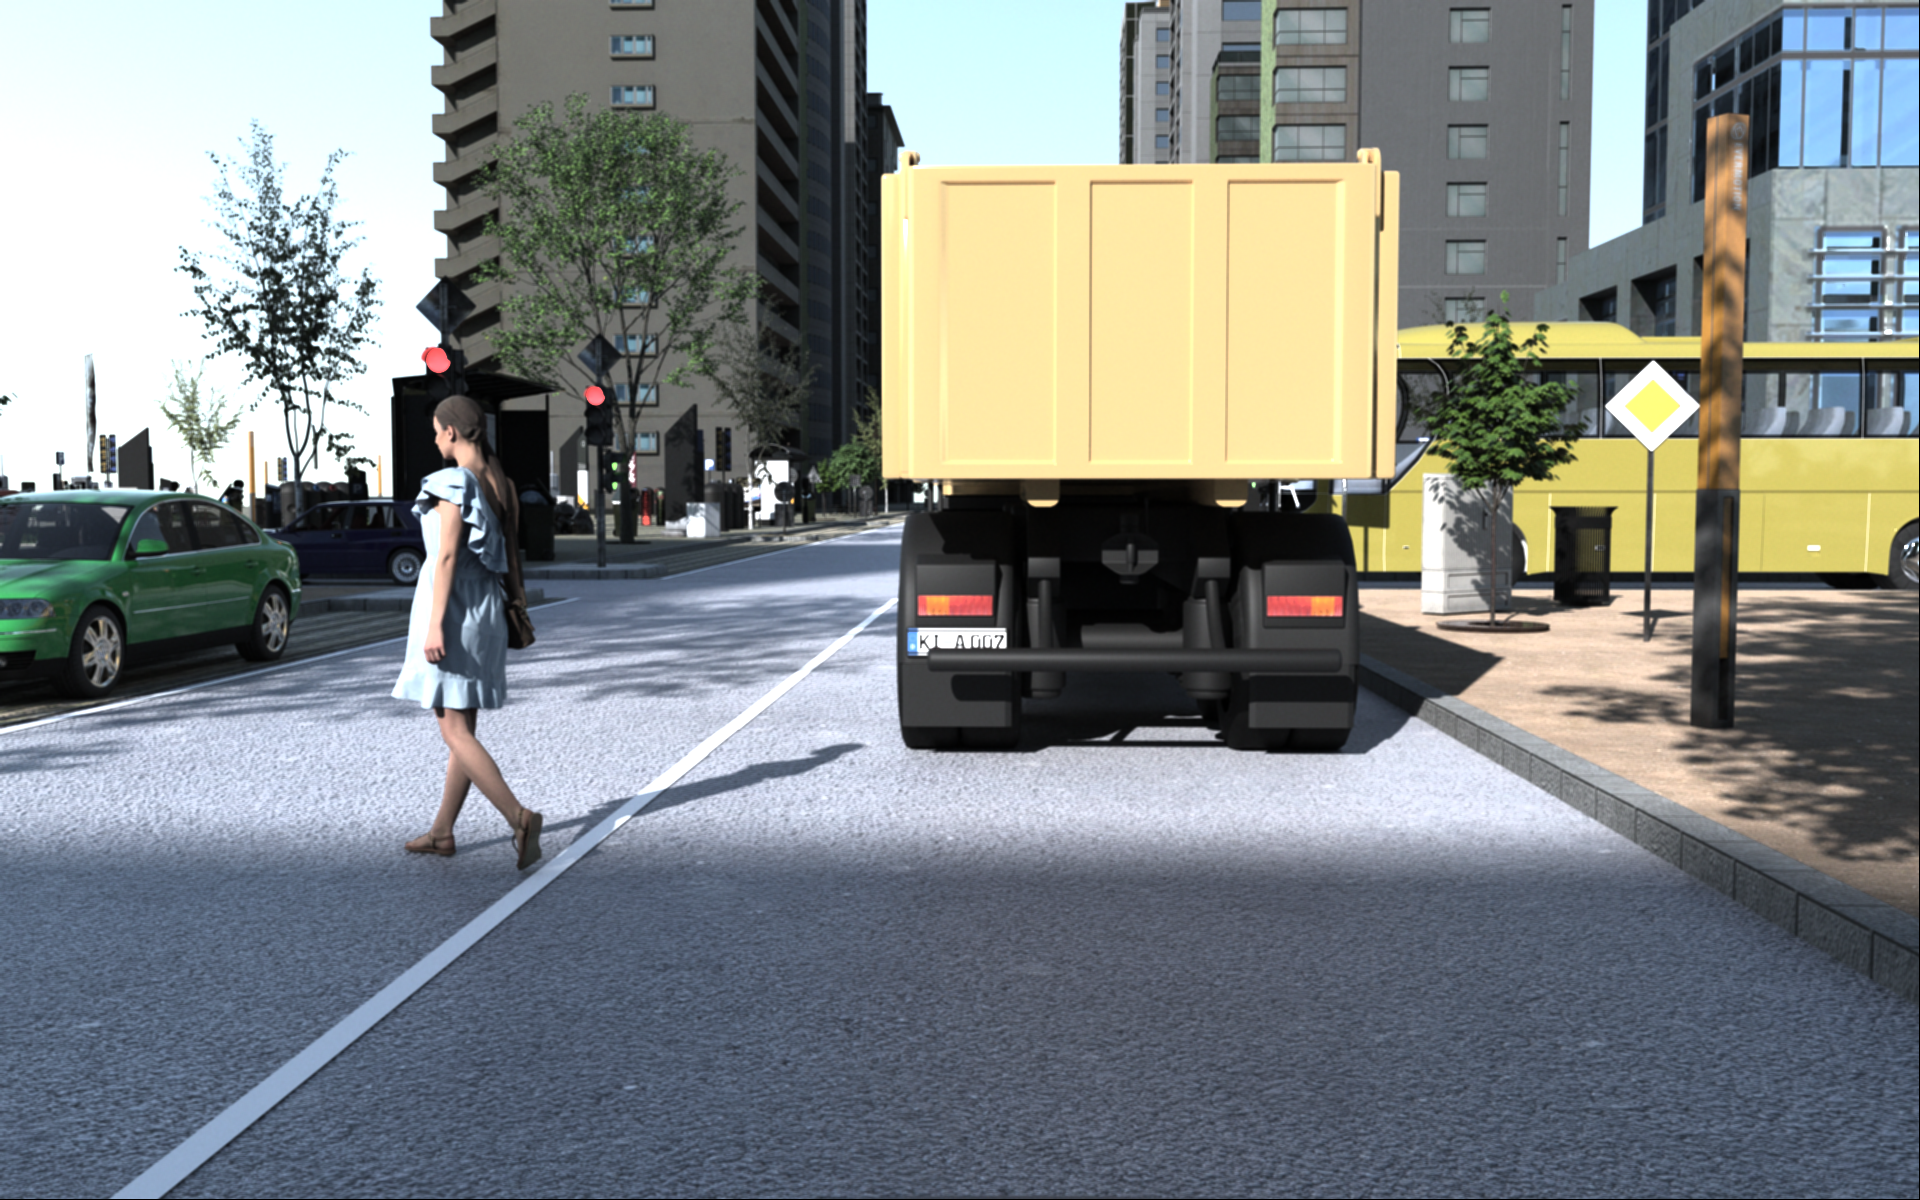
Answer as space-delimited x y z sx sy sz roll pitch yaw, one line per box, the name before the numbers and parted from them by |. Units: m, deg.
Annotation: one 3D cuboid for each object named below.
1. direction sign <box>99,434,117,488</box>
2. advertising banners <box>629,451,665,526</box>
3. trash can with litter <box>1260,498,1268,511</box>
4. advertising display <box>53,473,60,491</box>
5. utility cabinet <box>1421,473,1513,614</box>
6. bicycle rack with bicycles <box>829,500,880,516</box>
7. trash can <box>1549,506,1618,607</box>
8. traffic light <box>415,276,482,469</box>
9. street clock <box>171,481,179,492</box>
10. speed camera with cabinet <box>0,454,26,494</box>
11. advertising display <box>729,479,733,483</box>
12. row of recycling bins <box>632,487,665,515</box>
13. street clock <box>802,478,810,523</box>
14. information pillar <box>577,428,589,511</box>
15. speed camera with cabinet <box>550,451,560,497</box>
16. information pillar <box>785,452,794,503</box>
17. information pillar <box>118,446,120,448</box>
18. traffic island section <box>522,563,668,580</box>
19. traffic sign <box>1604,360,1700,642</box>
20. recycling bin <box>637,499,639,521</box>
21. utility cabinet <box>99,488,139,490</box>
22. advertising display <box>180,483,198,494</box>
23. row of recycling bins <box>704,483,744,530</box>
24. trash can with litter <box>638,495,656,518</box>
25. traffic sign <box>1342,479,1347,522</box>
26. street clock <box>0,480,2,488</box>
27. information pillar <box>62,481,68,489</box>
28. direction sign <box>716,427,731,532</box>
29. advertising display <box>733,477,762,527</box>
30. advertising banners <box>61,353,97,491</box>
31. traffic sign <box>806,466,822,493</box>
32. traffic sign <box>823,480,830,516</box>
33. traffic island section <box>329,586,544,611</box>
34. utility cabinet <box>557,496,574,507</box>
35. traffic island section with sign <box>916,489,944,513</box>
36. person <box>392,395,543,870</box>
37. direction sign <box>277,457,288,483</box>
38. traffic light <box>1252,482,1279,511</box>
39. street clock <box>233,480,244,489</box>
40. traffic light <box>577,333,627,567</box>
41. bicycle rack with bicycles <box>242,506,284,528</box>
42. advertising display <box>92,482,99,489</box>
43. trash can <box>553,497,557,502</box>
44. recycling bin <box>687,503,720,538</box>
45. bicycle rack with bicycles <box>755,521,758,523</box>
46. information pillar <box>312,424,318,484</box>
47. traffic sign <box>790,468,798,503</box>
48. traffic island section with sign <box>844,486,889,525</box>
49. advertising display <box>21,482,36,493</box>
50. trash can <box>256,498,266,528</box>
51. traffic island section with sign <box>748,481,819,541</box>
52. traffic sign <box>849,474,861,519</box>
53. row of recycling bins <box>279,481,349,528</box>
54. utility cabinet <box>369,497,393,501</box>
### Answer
direction sign | -32.277 -4.506 65.674 0.876 3.537 0.379 2 4 26
advertising banners | -12.669 -4.515 70.002 2.074 3.025 0.090 2 4 29
trash can with litter | 5.942 -1.298 32.277 1.678 1.210 2.233 2 4 27
advertising display | -27.910 -2.956 53.541 0.123 1.923 0.974 -1 4 -23
utility cabinet | 5.476 -0.610 18.646 1.173 1.500 0.318 -3 4 -37
bicycle rack with bicycles | -6.627 -5.525 103.719 2.925 0.926 2.852 2 4 29
trash can | 7.141 -0.503 19.873 0.748 1.137 0.748 0 3 0
traffic light | -6.599 -2.043 22.321 0.839 4.253 0.868 0 4 2
street clock | -44.564 -5.732 98.285 0.358 2.002 0.471 2 4 25
speed camera with cabinet | -47.087 -5.587 85.679 0.660 3.252 2.038 0 4 6
advertising display | -9.577 -4.126 72.676 0.123 1.923 0.974 -1 4 -14
row of recycling bins | -18.647 -6.006 105.305 3.534 1.692 1.069 1 4 19
street clock | -6.801 -4.388 76.309 0.358 2.002 0.471 1 4 9
information pillar | -13.419 -4.303 61.713 0.504 3.616 0.183 3 4 38
speed camera with cabinet | -18.559 -5.267 80.453 0.660 3.252 2.038 2 4 32
information pillar | -9.476 -6.408 96.126 0.504 3.616 0.183 0 4 7
information pillar | -40.519 -5.664 83.958 0.504 3.616 0.183 0 4 -3
traffic island section | -6.317 -0.499 30.435 2.009 0.180 2.903 0 4 2
traffic sign | 5.959 -0.843 14.972 0.795 2.450 0.064 1 4 10
recycling bin | -15.760 -4.270 82.366 0.722 1.027 0.722 -3 4 -38
utility cabinet | -28.639 -3.081 59.045 1.173 1.500 0.318 -1 4 -14
advertising display | -45.363 -5.914 101.901 0.974 1.923 0.123 -1 4 -13
row of recycling bins | -8.646 -3.444 63.428 1.069 1.692 3.534 1 4 8
trash can with litter | -16.615 -5.264 97.118 2.233 1.210 1.678 2 4 30
traffic sign | 5.038 -1.258 22.706 0.606 2.300 0.079 1 4 12
street clock | -45.941 -4.773 82.603 0.471 2.002 0.358 0 4 4
information pillar | -48.636 -5.477 94.048 0.304 2.012 0.304 1 4 23
direction sign | -8.043 -4.095 58.954 0.379 3.537 0.876 2 4 26
advertising display | -8.201 -3.795 67.264 0.974 1.923 0.123 0 4 2
advertising banners | -11.338 -1.597 22.302 0.090 3.025 2.074 -3 4 -37
traffic sign | -6.800 -4.902 80.147 0.884 2.594 0.081 1 4 11
traffic sign | -7.925 -6.132 100.372 0.768 2.556 0.104 1 4 8
traffic island section | -6.639 -0.011 22.457 2.009 0.180 2.903 0 4 2
utility cabinet | -13.078 -2.833 57.483 0.306 1.237 1.020 -2 4 -30
traffic island section with sign | -2.305 -7.436 130.201 1.989 1.847 2.006 0 4 2
person | -1.875 0.113 6.747 0.778 1.811 0.616 2 4 32
direction sign | -41.459 -6.974 106.028 0.876 3.537 0.379 2 4 31
traffic light | 3.954 -2.018 21.913 0.839 4.253 0.868 0 4 2
street clock | -36.193 -5.039 86.952 0.471 2.002 0.358 1 4 11
traffic light | -6.278 -2.531 30.299 0.839 4.253 0.868 0 4 2
bicycle rack with bicycles | -21.351 -2.334 51.538 2.852 0.926 2.925 -2 4 -31
advertising display | -45.991 -5.311 92.042 0.123 1.923 0.974 0 4 -6
trash can | -17.514 -3.866 74.860 0.748 1.137 0.748 0 3 0
recycling bin | -7.489 -2.326 50.582 0.722 1.027 0.722 2 4 35
bicycle rack with bicycles | -10.127 -3.812 75.708 2.925 0.926 2.852 -2 4 -28
information pillar | -21.587 -4.076 57.995 0.183 3.616 0.504 -2 4 -31
traffic sign | -8.204 -5.110 83.647 0.768 2.556 0.104 0 4 8
traffic island section with sign | -4.319 -4.376 80.168 1.989 1.847 2.006 0 4 2
advertising display | -48.547 -5.203 90.286 0.123 1.923 0.974 0 4 7
trash can | -26.319 -3.295 65.522 0.748 1.137 0.748 0 3 0
traffic island section with sign | -5.395 -2.728 53.234 1.989 1.847 2.006 0 4 2
traffic sign | -5.486 -5.405 90.494 0.606 2.300 0.079 1 4 9
row of recycling bins | -20.702 -2.972 55.697 1.069 1.692 3.534 1 4 13
utility cabinet | -14.776 -2.045 44.594 1.020 1.237 0.306 2 4 34
